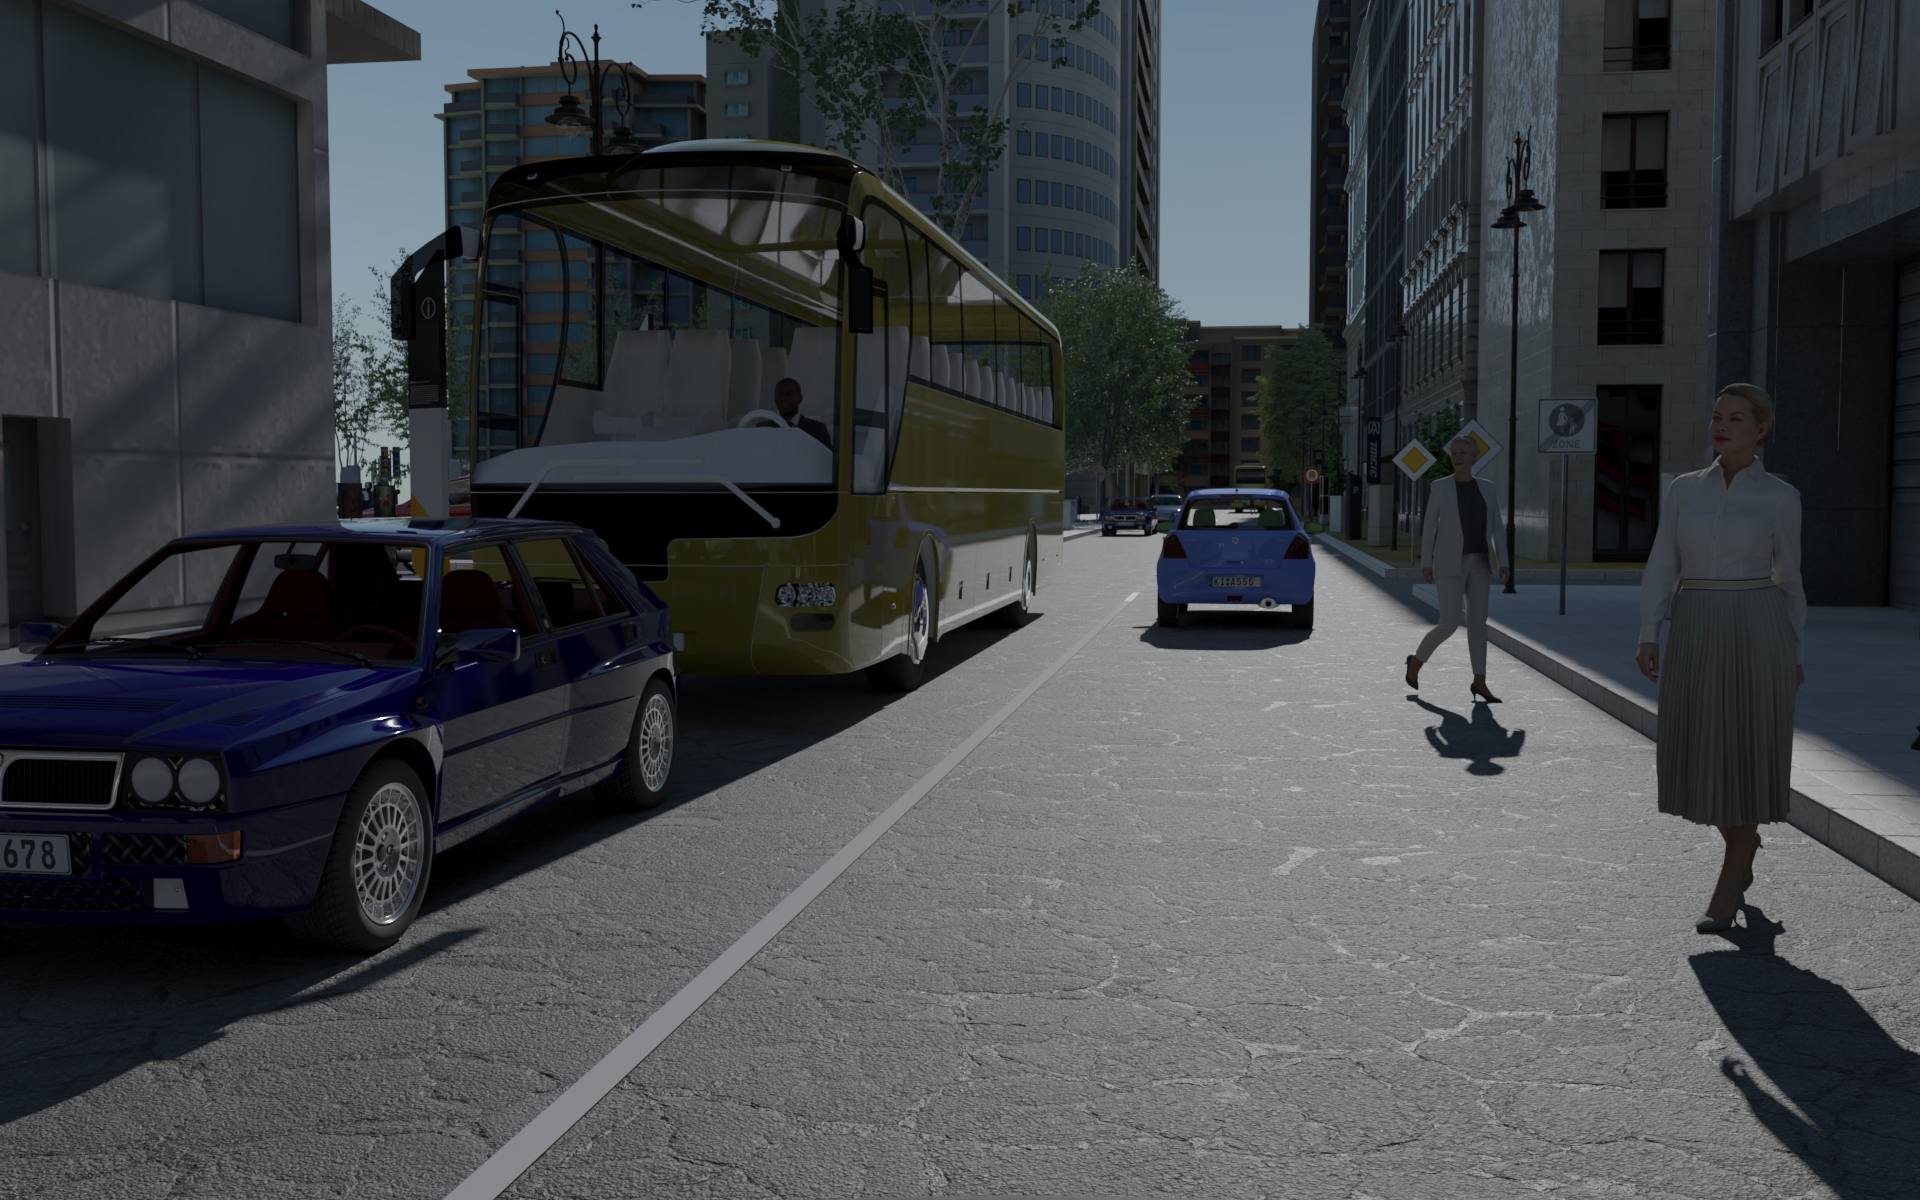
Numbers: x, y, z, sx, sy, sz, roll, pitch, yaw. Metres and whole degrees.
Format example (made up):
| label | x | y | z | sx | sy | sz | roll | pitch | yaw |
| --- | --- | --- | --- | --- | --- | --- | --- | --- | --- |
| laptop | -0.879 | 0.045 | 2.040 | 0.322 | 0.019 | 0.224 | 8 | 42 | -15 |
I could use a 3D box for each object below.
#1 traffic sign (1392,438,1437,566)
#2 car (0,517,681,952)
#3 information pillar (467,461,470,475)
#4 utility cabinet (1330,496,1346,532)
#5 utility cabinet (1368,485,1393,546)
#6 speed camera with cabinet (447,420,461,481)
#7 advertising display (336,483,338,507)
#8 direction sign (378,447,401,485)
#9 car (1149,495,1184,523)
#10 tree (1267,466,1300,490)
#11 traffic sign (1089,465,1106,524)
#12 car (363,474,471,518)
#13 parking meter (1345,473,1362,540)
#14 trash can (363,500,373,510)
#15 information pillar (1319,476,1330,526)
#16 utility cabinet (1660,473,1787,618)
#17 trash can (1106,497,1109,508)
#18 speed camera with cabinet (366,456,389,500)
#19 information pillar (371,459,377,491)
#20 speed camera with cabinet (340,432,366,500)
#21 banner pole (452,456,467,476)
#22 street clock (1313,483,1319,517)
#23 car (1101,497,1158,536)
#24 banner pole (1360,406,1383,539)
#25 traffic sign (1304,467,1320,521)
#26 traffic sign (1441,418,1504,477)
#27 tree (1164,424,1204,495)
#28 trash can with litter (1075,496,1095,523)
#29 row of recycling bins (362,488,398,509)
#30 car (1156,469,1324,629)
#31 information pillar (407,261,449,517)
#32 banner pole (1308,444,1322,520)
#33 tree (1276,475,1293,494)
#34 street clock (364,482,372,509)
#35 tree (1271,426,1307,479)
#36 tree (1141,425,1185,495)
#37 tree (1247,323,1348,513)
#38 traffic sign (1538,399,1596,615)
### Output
| label | x | y | z | sx | sy | sz | roll | pitch | yaw |
| --- | --- | --- | --- | --- | --- | --- | --- | --- | --- |
| traffic sign | 8.095 | -1.668 | 30.906 | 0.795 | 2.450 | 0.064 | 1 | 4 | 9 |
| car | -2.430 | 0.356 | 6.754 | 1.945 | 1.354 | 3.894 | 1 | 4 | 10 |
| information pillar | -31.995 | -7.448 | 113.128 | 0.504 | 3.616 | 0.183 | 3 | 4 | 39 |
| utility cabinet | 12.896 | -2.917 | 58.861 | 0.306 | 1.237 | 1.020 | -1 | 4 | -9 |
| utility cabinet | 10.360 | -2.072 | 42.557 | 0.318 | 1.500 | 1.173 | 2 | 4 | 33 |
| speed camera with cabinet | -13.463 | -3.218 | 46.951 | 0.660 | 3.252 | 2.038 | 2 | 4 | 28 |
| advertising display | -34.300 | -5.571 | 96.296 | 0.974 | 1.923 | 0.123 | -2 | 4 | -28 |
| direction sign | -27.201 | -5.553 | 82.795 | 0.876 | 3.537 | 0.379 | -1 | 4 | -17 |
| car | 8.576 | -3.686 | 72.262 | 2.014 | 1.417 | 4.499 | 1 | 4 | 10 |
| tree | 32.591 | -11.674 | 174.583 | 4.285 | 4.588 | 4.351 | 0 | 3 | 0 |
| traffic sign | 5.924 | -4.568 | 74.798 | 0.768 | 2.556 | 0.104 | 1 | 4 | 12 |
| car | -8.206 | -1.308 | 30.067 | 5.304 | 1.827 | 2.281 | 1 | 4 | 10 |
| parking meter | 11.009 | -2.613 | 48.432 | 0.399 | 1.863 | 0.255 | -1 | 4 | -20 |
| trash can | -14.599 | -1.853 | 41.948 | 0.748 | 1.137 | 0.748 | 0 | 3 | 0 |
| information pillar | 14.721 | -4.002 | 69.931 | 0.304 | 2.012 | 0.304 | -1 | 4 | -10 |
| utility cabinet | 7.800 | -0.553 | 17.714 | 1.173 | 1.500 | 0.318 | 0 | 4 | -3 |
| trash can | 8.379 | -5.331 | 98.811 | 0.748 | 1.137 | 0.748 | 0 | 3 | 0 |
| speed camera with cabinet | -30.381 | -5.780 | 88.845 | 2.038 | 3.252 | 0.660 | -2 | 4 | -32 |
| information pillar | -38.736 | -7.534 | 114.540 | 0.504 | 3.616 | 0.183 | 2 | 4 | 31 |
| speed camera with cabinet | -19.756 | -3.781 | 56.162 | 0.660 | 3.252 | 2.038 | -1 | 4 | -17 |
| banner pole | -30.744 | -7.065 | 105.526 | 0.863 | 3.779 | 0.401 | 0 | 4 | 5 |
| street clock | 20.200 | -5.735 | 98.330 | 0.358 | 2.002 | 0.471 | 0 | 4 | -6 |
| car | 5.953 | -2.936 | 60.588 | 1.945 | 1.354 | 3.894 | 1 | 4 | 11 |
| banner pole | 11.672 | -3.636 | 49.474 | 0.863 | 3.779 | 0.401 | -1 | 4 | -16 |
| traffic sign | 16.658 | -5.010 | 82.017 | 0.768 | 2.556 | 0.104 | 1 | 4 | 13 |
| traffic sign | 6.795 | -1.186 | 23.027 | 0.795 | 2.450 | 0.064 | 1 | 4 | 9 |
| tree | 22.875 | -13.936 | 178.209 | 4.360 | 8.622 | 3.978 | 0 | 3 | 0 |
| trash can with litter | 5.298 | -4.132 | 78.616 | 1.678 | 1.210 | 2.233 | 0 | 4 | 4 |
| row of recycling bins | -37.986 | -6.405 | 111.828 | 1.069 | 1.692 | 3.534 | 3 | 5 | 39 |
| car | 3.191 | -0.628 | 19.861 | 1.945 | 1.707 | 3.694 | 1 | 4 | 10 |
| information pillar | -5.141 | -1.555 | 16.781 | 0.504 | 3.616 | 0.183 | 2 | 4 | 34 |
| banner pole | 17.695 | -5.868 | 85.965 | 0.863 | 3.779 | 0.401 | -1 | 4 | -15 |
| tree | 30.269 | -10.125 | 160.141 | 1.663 | 3.219 | 1.824 | 0 | 3 | 0 |
| street clock | -35.018 | -5.993 | 102.559 | 0.471 | 2.002 | 0.358 | 2 | 4 | 35 |
| tree | 34.454 | -14.141 | 181.567 | 4.737 | 8.622 | 4.395 | 0 | 3 | 0 |
| tree | 14.982 | -11.081 | 131.538 | 4.737 | 8.622 | 4.395 | 0 | 3 | 0 |
| tree | 22.887 | -12.014 | 114.557 | 7.486 | 12.596 | 7.792 | 0 | 3 | 0 |
| traffic sign | 6.393 | -0.990 | 18.318 | 0.606 | 2.300 | 0.079 | 1 | 4 | 11 |
